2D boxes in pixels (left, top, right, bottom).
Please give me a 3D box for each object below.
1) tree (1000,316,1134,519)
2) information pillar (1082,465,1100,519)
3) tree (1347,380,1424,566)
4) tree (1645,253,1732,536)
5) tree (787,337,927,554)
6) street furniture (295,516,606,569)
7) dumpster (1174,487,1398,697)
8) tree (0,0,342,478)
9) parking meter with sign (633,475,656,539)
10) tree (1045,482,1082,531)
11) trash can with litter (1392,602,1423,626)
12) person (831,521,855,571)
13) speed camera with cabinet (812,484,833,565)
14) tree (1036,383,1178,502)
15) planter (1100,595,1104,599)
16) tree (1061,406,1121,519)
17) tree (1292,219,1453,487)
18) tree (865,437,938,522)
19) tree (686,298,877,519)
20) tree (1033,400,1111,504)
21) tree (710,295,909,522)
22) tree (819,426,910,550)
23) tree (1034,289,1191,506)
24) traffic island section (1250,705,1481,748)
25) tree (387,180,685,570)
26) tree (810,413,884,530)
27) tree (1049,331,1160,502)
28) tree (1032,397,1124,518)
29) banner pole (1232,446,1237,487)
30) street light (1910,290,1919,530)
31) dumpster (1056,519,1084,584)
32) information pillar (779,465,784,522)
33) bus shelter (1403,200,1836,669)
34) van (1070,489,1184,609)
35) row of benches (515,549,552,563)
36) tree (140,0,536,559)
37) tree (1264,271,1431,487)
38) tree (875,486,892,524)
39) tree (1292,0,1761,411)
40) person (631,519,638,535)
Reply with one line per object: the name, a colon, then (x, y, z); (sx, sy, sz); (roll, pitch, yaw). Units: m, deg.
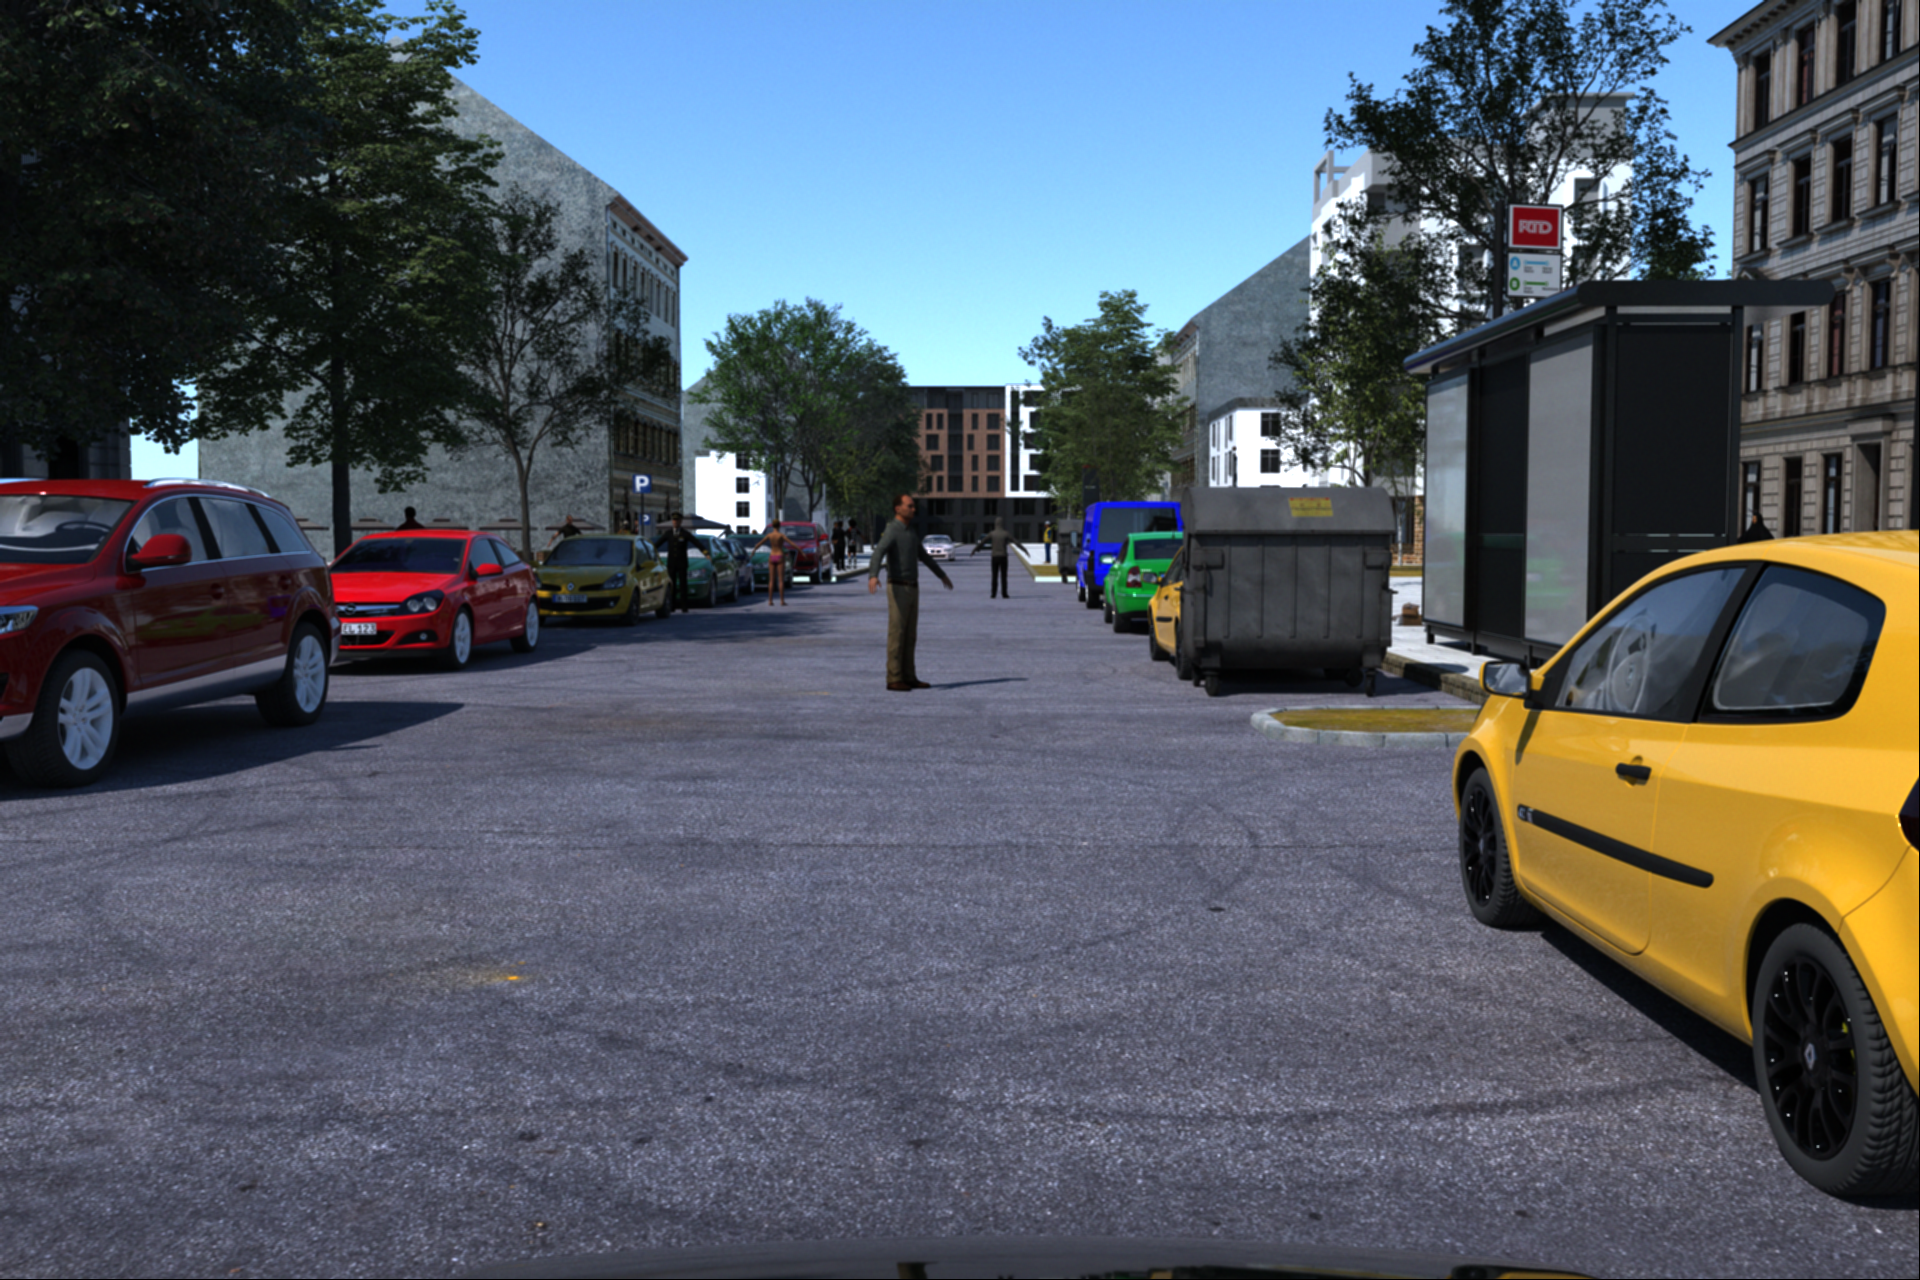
tree: (9.430, -17.948, 149.337); (12.611, 20.169, 13.585); (0, 3, 0)
information pillar: (4.963, -4.655, 65.493); (0.750, 3.857, 0.750); (0, 4, 1)
tree: (17.848, -7.288, 69.515); (4.360, 8.622, 3.978); (0, 3, 0)
tree: (28.144, -9.180, 68.218); (7.486, 12.596, 7.792); (0, 3, 0)
tree: (-6.686, -12.686, 114.075); (9.857, 13.997, 8.962); (0, 3, 0)
street furniture: (-26.798, -3.424, 61.015); (27.439, 1.986, 14.083); (0, 4, -5)
dumpster: (2.926, -0.459, 15.724); (1.865, 1.857, 1.264); (0, 4, 1)
tree: (-11.879, -6.984, 20.849); (9.857, 13.997, 8.962); (0, 3, 0)
parking meter with sign: (-9.295, -3.385, 51.609); (0.543, 3.016, 1.738); (0, 4, 1)
tree: (8.850, -11.477, 138.019); (4.737, 8.622, 4.395); (0, 3, 0)
trash can with litter: (6.605, -0.783, 24.195); (1.055, 1.170, 0.624); (0, 4, 2)
person: (-4.136, -3.315, 60.920); (1.216, 1.740, 0.721); (3, 5, 42)
speed camera with cabinet: (-5.460, -4.544, 68.637); (0.660, 3.252, 2.038); (0, 4, 3)
tree: (8.463, -10.153, 100.419); (8.767, 10.594, 7.601); (1, 4, 9)
planter: (3.786, -1.081, 38.818); (1.991, 0.319, 1.994); (0, 4, 1)
tree: (7.419, -8.695, 92.519); (4.737, 8.622, 4.395); (0, 3, 0)
tree: (9.863, -5.583, 41.644); (4.737, 8.622, 4.395); (0, 3, 0)
tree: (-5.916, -13.056, 147.885); (8.767, 10.594, 7.601); (0, 4, 6)
tree: (-7.802, -9.141, 75.206); (9.928, 11.665, 9.643); (0, 3, 0)
tree: (8.069, -10.993, 114.153); (7.601, 10.594, 8.767); (-3, 5, -41)
tree: (-7.512, -10.883, 88.300); (12.009, 13.543, 11.850); (0, 3, 0)
tree: (-7.118, -12.377, 136.775); (7.601, 10.594, 8.767); (3, 5, 41)
tree: (7.072, -9.933, 80.536); (7.486, 12.596, 7.792); (0, 3, 0)
traffic island section: (3.167, 0.627, 12.614); (1.991, 0.108, 1.994); (0, 4, 1)
tree: (-11.229, -6.774, 45.163); (8.767, 10.594, 7.601); (0, 4, 1)
tree: (-6.714, -9.068, 98.623); (4.737, 8.622, 4.395); (0, 3, 0)
tree: (5.360, -6.873, 62.731); (4.360, 8.622, 3.978); (0, 3, 0)
tree: (9.107, -12.386, 128.274); (9.928, 11.665, 9.643); (0, 3, 0)
banner pole: (7.816, -3.624, 49.263); (0.401, 3.779, 0.863); (0, 4, 1)
street light: (6.528, -2.334, 10.703); (1.470, 5.913, 1.316); (0, 4, 1)
dumpster: (3.743, -2.585, 50.475); (1.865, 1.857, 1.264); (0, 4, 0)
information pillar: (-6.044, -4.115, 58.643); (0.183, 3.616, 0.504); (0, 4, 2)
bus shelter: (6.225, -2.507, 18.625); (2.179, 5.291, 8.768); (0, 4, 1)
van: (3.394, -1.865, 34.881); (2.240, 2.365, 5.245); (0, 4, 1)
row of benches: (-18.107, -3.386, 70.816); (4.104, 0.672, 1.422); (-3, 5, -40)
tree: (-12.156, -7.055, 33.481); (7.486, 12.596, 7.792); (0, 3, 0)
tree: (14.089, -7.711, 60.483); (7.601, 10.594, 8.767); (1, 4, 18)
tree: (-6.134, -12.644, 157.094); (4.360, 8.622, 3.978); (0, 3, 0)
tree: (8.796, -5.689, 27.434); (7.601, 10.594, 8.767); (1, 4, 14)
person: (-11.113, -3.277, 59.762); (1.347, 1.806, 0.705); (3, 4, 36)
